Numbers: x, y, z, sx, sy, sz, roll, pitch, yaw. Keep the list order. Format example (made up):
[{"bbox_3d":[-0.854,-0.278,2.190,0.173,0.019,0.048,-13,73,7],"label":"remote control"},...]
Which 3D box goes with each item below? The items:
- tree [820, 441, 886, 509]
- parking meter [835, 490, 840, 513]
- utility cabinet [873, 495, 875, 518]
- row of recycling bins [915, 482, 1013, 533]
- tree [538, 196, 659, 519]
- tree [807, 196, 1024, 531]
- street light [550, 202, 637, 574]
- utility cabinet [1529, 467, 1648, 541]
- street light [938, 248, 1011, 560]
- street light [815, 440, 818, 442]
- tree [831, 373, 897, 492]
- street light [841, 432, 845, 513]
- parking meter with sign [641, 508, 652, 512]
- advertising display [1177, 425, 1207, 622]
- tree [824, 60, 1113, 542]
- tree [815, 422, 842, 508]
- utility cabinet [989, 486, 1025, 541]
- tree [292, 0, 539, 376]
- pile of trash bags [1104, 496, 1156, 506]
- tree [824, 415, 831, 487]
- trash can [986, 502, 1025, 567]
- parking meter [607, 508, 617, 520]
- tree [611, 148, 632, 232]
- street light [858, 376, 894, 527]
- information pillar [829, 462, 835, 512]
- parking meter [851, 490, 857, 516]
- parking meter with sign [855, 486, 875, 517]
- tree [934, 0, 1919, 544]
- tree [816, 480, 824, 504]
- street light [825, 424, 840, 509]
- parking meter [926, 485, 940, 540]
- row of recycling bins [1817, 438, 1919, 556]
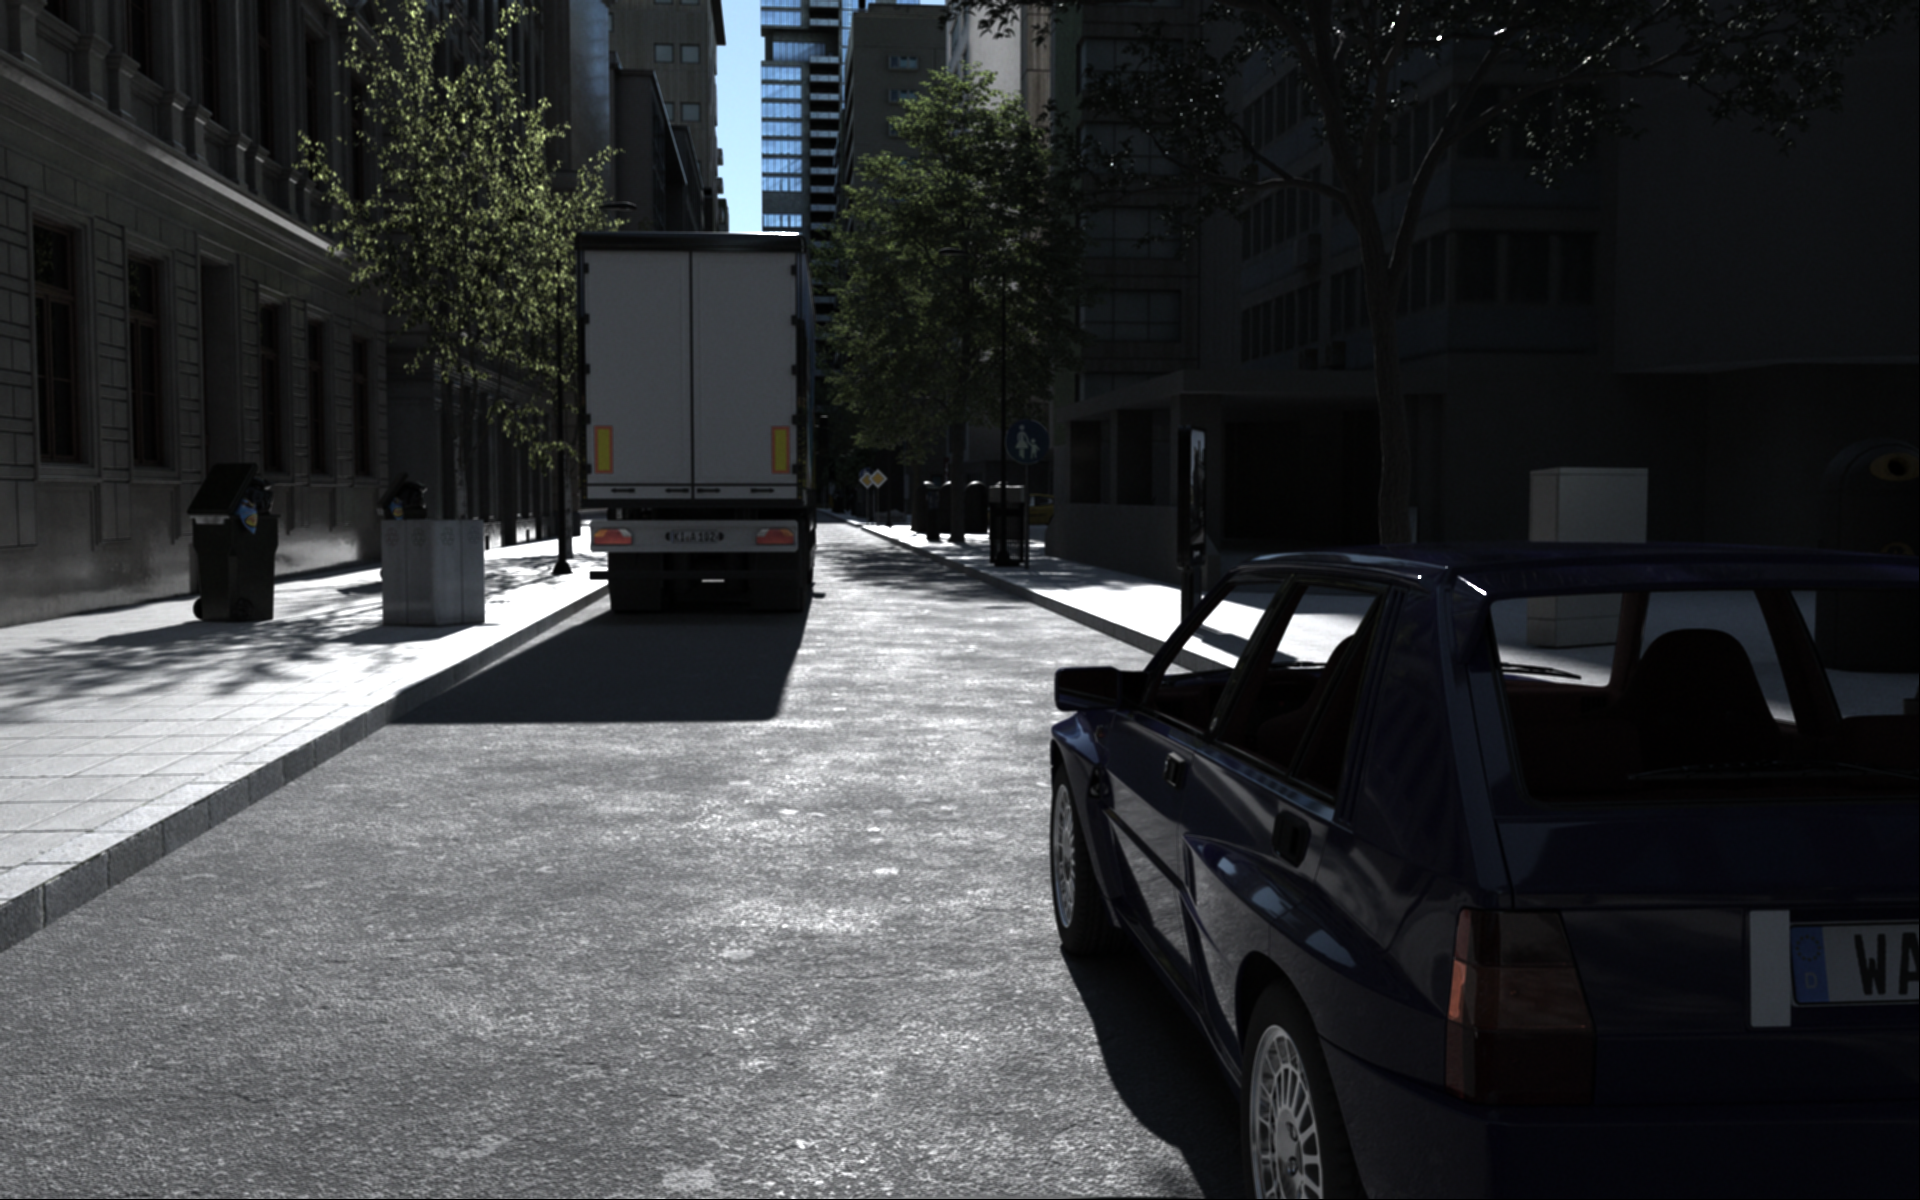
[{"bbox_3d":[-4.643,-6.592,91.494,4.285,4.588,4.351,0,3,0],"label":"tree"},{"bbox_3d":[-8.207,-6.577,115.947,0.372,1.533,0.369,0,3,0],"label":"parking meter"},{"bbox_3d":[-4.232,-4.573,85.923,0.306,1.237,1.020,-1,4,-14],"label":"utility cabinet"},{"bbox_3d":[0.170,-3.098,57.759,3.534,1.692,1.069,1,4,19],"label":"row of recycling bins"},{"bbox_3d":[-8.448,-5.657,42.852,4.737,8.622,4.395,0,3,0],"label":"tree"},{"bbox_3d":[-1.598,-8.195,59.746,9.928,11.665,9.643,0,3,0],"label":"tree"},{"bbox_3d":[-5.849,-3.373,27.688,1.470,5.913,1.316,0,4,-6],"label":"street light"},{"bbox_3d":[5.312,-0.367,14.680,1.173,1.500,0.318,-2,4,-33],"label":"utility cabinet"},{"bbox_3d":[0.290,-3.695,32.951,1.470,5.913,1.316,0,4,-6],"label":"street light"},{"bbox_3d":[-12.074,-10.855,150.014,1.470,5.913,1.316,0,4,-6],"label":"street light"},{"bbox_3d":[-5.113,-9.243,101.486,4.737,8.622,4.395,0,3,0],"label":"tree"},{"bbox_3d":[-4.628,-6.561,79.811,1.470,5.913,1.316,0,4,-6],"label":"street light"},{"bbox_3d":[-9.800,-3.484,53.218,0.543,3.016,1.738,0,4,7],"label":"parking meter with sign"},{"bbox_3d":[2.222,-0.695,16.583,0.123,1.923,0.974,1,4,17],"label":"advertising display"},{"bbox_3d":[0.349,-7.821,46.006,7.486,12.596,7.792,0,3,0],"label":"tree"},{"bbox_3d":[-13.575,-13.380,169.132,4.360,8.622,3.978,0,3,0],"label":"tree"},{"bbox_3d":[1.301,-2.351,47.112,0.318,1.500,1.173,-3,5,-44],"label":"utility cabinet"},{"bbox_3d":[-6.894,-4.490,23.766,4.360,8.622,3.978,0,3,0],"label":"tree"},{"bbox_3d":[4.919,-2.076,43.689,3.447,1.369,1.912,1,4,11],"label":"pile of trash bags"},{"bbox_3d":[-6.595,-9.711,109.131,4.737,8.622,4.395,0,3,0],"label":"tree"},{"bbox_3d":[0.835,-1.169,30.767,0.748,1.137,0.748,0,3,0],"label":"trash can"},{"bbox_3d":[-10.009,-2.546,50.033,0.372,1.533,0.369,0,3,0],"label":"parking meter"},{"bbox_3d":[-7.756,-5.113,33.960,4.360,8.622,3.978,0,3,0],"label":"tree"},{"bbox_3d":[-3.335,-5.841,68.043,1.470,5.913,1.316,0,4,-6],"label":"street light"},{"bbox_3d":[-9.194,-8.158,124.737,0.504,3.616,0.183,1,4,21],"label":"information pillar"},{"bbox_3d":[-6.296,-5.790,103.084,0.372,1.533,0.369,0,3,0],"label":"parking meter"},{"bbox_3d":[-5.030,-6.097,95.951,1.738,3.016,0.543,3,4,36],"label":"parking meter with sign"},{"bbox_3d":[3.148,-4.762,12.265,8.767,10.594,7.601,0,4,-1],"label":"tree"},{"bbox_3d":[-18.590,-14.275,227.993,1.663,3.219,1.824,0,3,0],"label":"tree"},{"bbox_3d":[-8.327,-8.709,114.936,1.470,5.913,1.316,0,4,-6],"label":"street light"},{"bbox_3d":[-0.752,-2.446,48.398,0.372,1.533,0.369,0,3,0],"label":"parking meter"},{"bbox_3d":[7.783,-0.293,11.899,3.534,1.692,1.069,3,5,41],"label":"row of recycling bins"}]
